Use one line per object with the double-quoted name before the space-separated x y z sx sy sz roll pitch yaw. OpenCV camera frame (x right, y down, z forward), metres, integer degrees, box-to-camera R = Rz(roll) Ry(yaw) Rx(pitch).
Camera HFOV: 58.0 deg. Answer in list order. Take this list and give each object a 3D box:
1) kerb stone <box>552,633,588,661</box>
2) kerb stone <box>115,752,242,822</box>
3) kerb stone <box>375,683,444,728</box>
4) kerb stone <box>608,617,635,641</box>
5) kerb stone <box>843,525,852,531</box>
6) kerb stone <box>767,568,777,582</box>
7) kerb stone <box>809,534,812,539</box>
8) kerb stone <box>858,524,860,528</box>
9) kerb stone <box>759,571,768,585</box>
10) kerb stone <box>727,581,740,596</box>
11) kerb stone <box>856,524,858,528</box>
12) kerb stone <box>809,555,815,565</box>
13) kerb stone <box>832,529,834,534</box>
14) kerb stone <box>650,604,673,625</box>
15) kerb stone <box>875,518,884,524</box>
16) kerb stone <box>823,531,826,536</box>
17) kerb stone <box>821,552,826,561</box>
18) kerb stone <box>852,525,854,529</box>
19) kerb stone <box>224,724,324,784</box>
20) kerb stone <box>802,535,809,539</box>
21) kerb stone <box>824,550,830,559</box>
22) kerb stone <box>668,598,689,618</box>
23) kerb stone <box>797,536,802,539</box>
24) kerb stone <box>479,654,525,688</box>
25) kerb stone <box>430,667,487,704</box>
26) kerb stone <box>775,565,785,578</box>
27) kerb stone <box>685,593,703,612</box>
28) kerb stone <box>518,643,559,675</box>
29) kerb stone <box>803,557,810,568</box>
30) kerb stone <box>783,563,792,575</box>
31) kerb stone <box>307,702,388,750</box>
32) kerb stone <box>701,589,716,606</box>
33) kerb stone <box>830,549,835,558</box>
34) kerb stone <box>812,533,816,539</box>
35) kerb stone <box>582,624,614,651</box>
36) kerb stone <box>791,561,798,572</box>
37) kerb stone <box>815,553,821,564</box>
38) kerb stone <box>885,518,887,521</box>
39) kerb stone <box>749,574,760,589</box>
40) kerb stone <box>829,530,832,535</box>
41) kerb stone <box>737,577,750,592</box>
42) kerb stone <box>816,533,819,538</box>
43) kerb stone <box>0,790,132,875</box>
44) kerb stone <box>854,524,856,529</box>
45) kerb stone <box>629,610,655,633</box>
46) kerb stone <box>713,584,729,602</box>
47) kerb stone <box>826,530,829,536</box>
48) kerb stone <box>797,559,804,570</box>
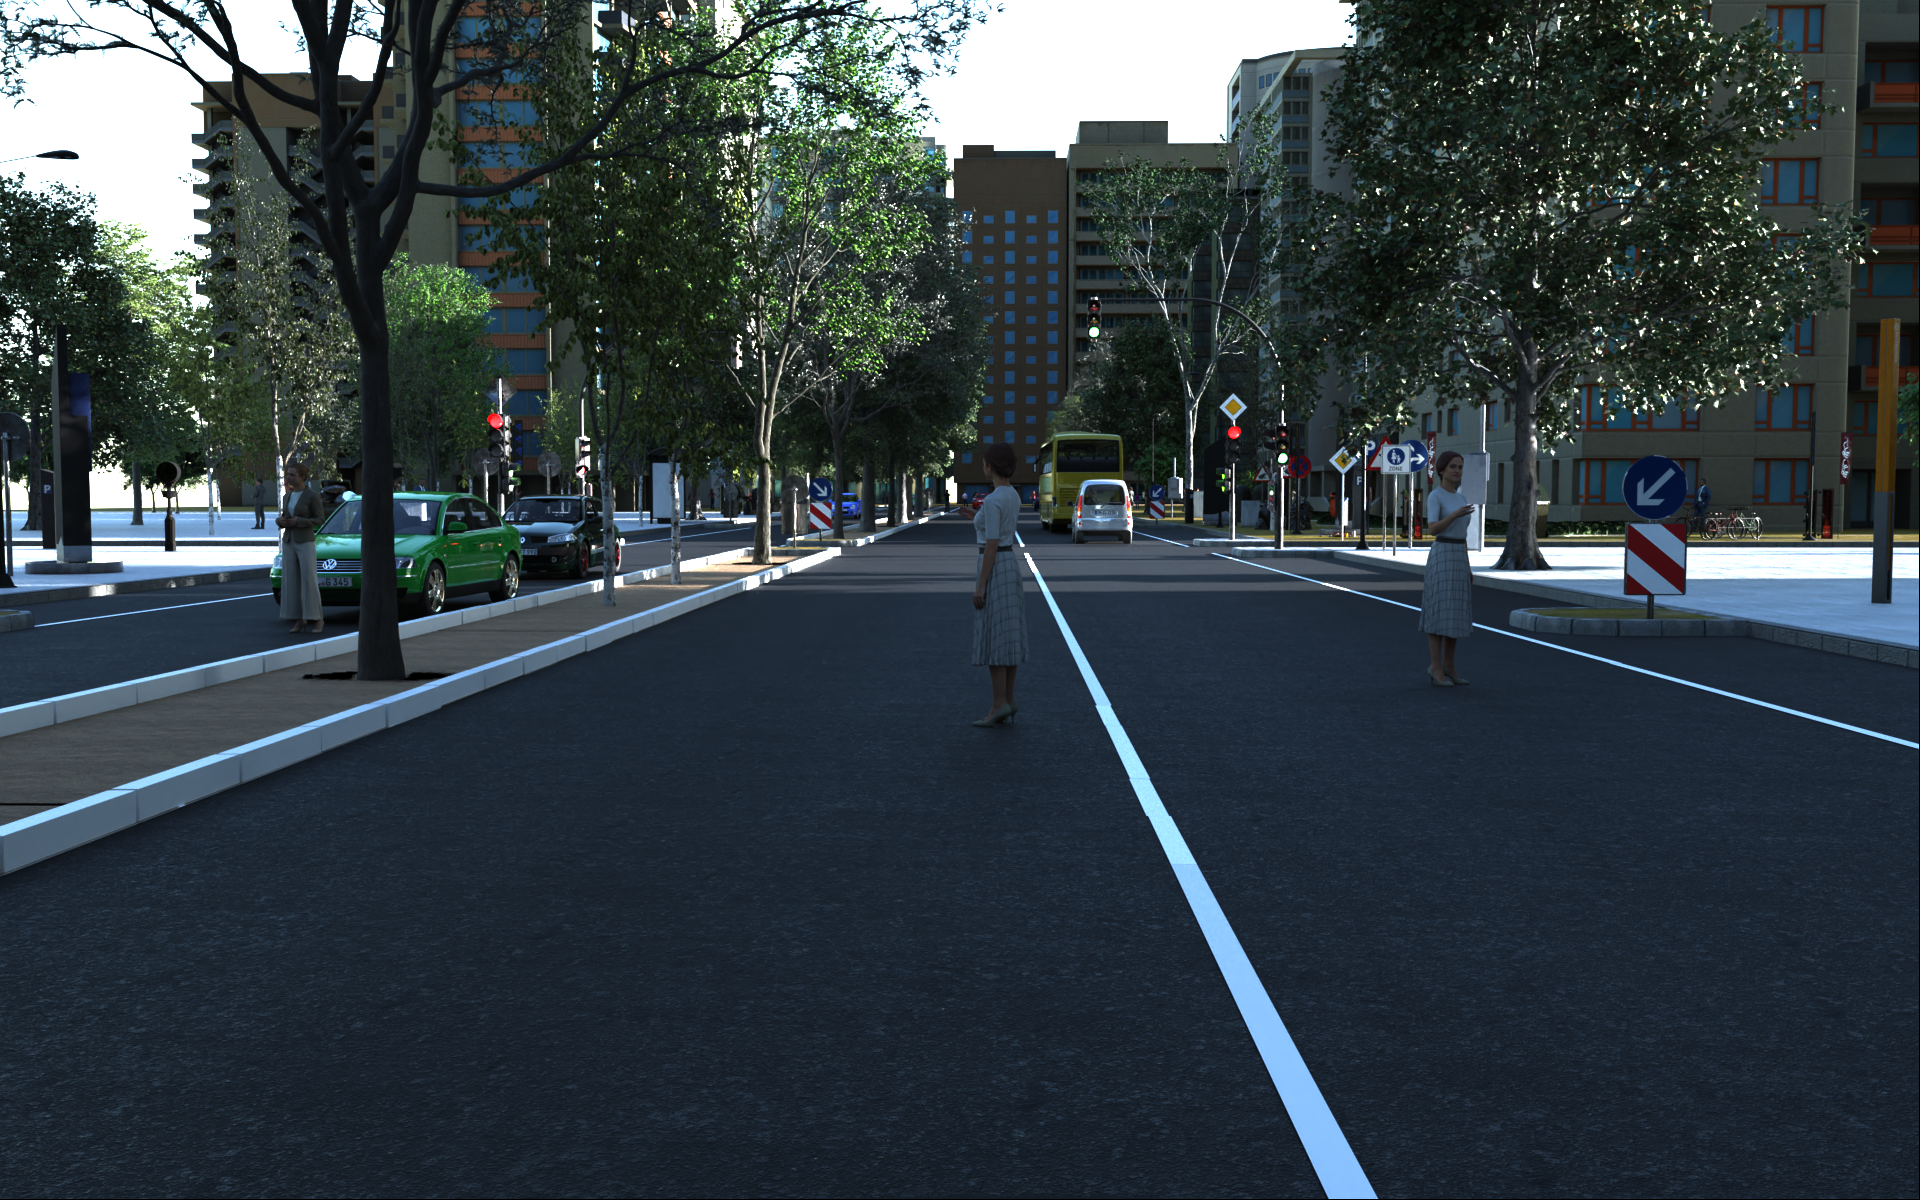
"kerb stone" -3.473 0.432 15.221 0.120 0.150 1.000 0 4 1
"kerb stone" -3.622 0.866 8.037 0.120 0.150 1.000 0 4 1
"kerb stone" -3.549 0.678 11.105 0.120 0.150 1.000 0 4 1
"kerb stone" -3.428 0.301 17.269 0.120 0.150 1.000 0 4 1
"kerb stone" -4.456 -2.808 68.102 0.120 0.150 1.000 0 4 1
"kerb stone" -3.187 -0.388 28.549 0.120 0.150 1.000 0 4 1
"kerb stone" -4.772 -1.927 53.742 0.120 0.150 1.000 0 4 1
"kerb stone" -4.383 -3.058 72.191 0.120 0.150 1.000 0 4 1
"kerb stone" -3.211 -0.322 27.525 0.120 0.150 1.000 0 4 1
"kerb stone" -3.280 -0.136 24.448 0.120 0.150 1.000 0 4 1
"kerb stone" -4.397 -2.991 71.168 0.120 0.150 1.000 0 4 1
"kerb stone" -3.064 -0.765 34.700 0.120 0.150 1.000 0 4 1
"kerb stone" -4.615 -2.365 60.911 0.120 0.150 1.000 0 4 1
"kerb stone" -3.380 0.176 19.321 0.120 0.150 1.000 0 4 1
"kerb stone" -4.054 -3.994 87.607 0.120 0.150 1.000 0 4 1
"kerb stone" -4.676 -2.177 57.837 0.120 0.150 1.000 0 4 1
"kerb stone" -3.014 -0.889 36.753 0.120 0.150 1.000 0 4 1
"kerb stone" -4.445 -2.869 69.124 0.120 0.150 1.000 0 4 1
"kerb stone" -3.596 0.803 9.059 0.120 0.150 1.000 0 4 1
"kerb stone" -4.789 -1.867 52.720 0.120 0.150 1.000 0 4 1
"kerb stone" -3.002 -0.953 37.776 0.120 0.150 1.000 0 4 1
"kerb stone" -3.362 0.113 20.343 0.120 0.150 1.000 0 4 1
"kerb stone" -4.827 -1.742 50.676 0.120 0.150 1.000 0 4 1
"kerb stone" -3.519 0.554 13.161 0.120 0.150 1.000 0 4 1
"kerb stone" -3.540 0.615 12.135 0.120 0.150 1.000 0 4 1
"kerb stone" -3.162 -0.452 29.583 0.120 0.150 1.000 0 4 1
"kerb stone" -3.346 0.050 21.374 0.120 0.150 1.000 0 4 1
"kerb stone" -3.490 0.490 14.188 0.120 0.150 1.000 0 4 1
"kerb stone" -3.086 -0.702 33.677 0.120 0.150 1.000 0 4 1
"kerb stone" -3.141 -0.514 30.605 0.120 0.150 1.000 0 4 1
"kerb stone" -3.580 0.741 10.081 0.120 0.150 1.000 0 4 1
"kerb stone" -3.324 -0.012 22.398 0.120 0.150 1.000 0 4 1
"kerb stone" -2.975 -1.016 38.808 0.120 0.150 1.000 0 4 1
"kerb stone" -4.741 -1.992 54.767 0.120 0.150 1.000 0 4 1
"kerb stone" -3.440 0.365 16.242 0.120 0.150 1.000 0 4 1
"kerb stone" -3.126 -0.577 31.631 0.120 0.150 1.000 0 4 1
"kerb stone" -3.040 -0.828 35.725 0.120 0.150 1.000 0 4 1
"kerb stone" -4.014 -4.126 89.656 0.120 0.150 1.000 0 4 1
"kerb stone" -3.229 -0.263 26.503 0.120 0.150 1.000 0 4 1
"kerb stone" -4.634 -2.303 59.889 0.120 0.150 1.000 0 4 1
"kerb stone" -3.251 -0.200 25.474 0.120 0.150 1.000 0 4 1
"kerb stone" -4.722 -2.055 55.791 0.120 0.150 1.000 0 4 1
"kerb stone" -3.640 0.930 7.004 0.120 0.150 1.000 0 4 1
"kerb stone" -4.424 -2.933 70.146 0.120 0.150 1.000 0 4 1
"kerb stone" -3.403 0.239 18.292 0.120 0.150 1.000 0 4 1
"kerb stone" -3.300 -0.075 23.424 0.120 0.150 1.000 0 4 1
"kerb stone" -4.653 -2.238 58.865 0.120 0.150 1.000 0 4 1
"kerb stone" -3.100 -0.639 32.653 0.120 0.150 1.000 0 4 1
